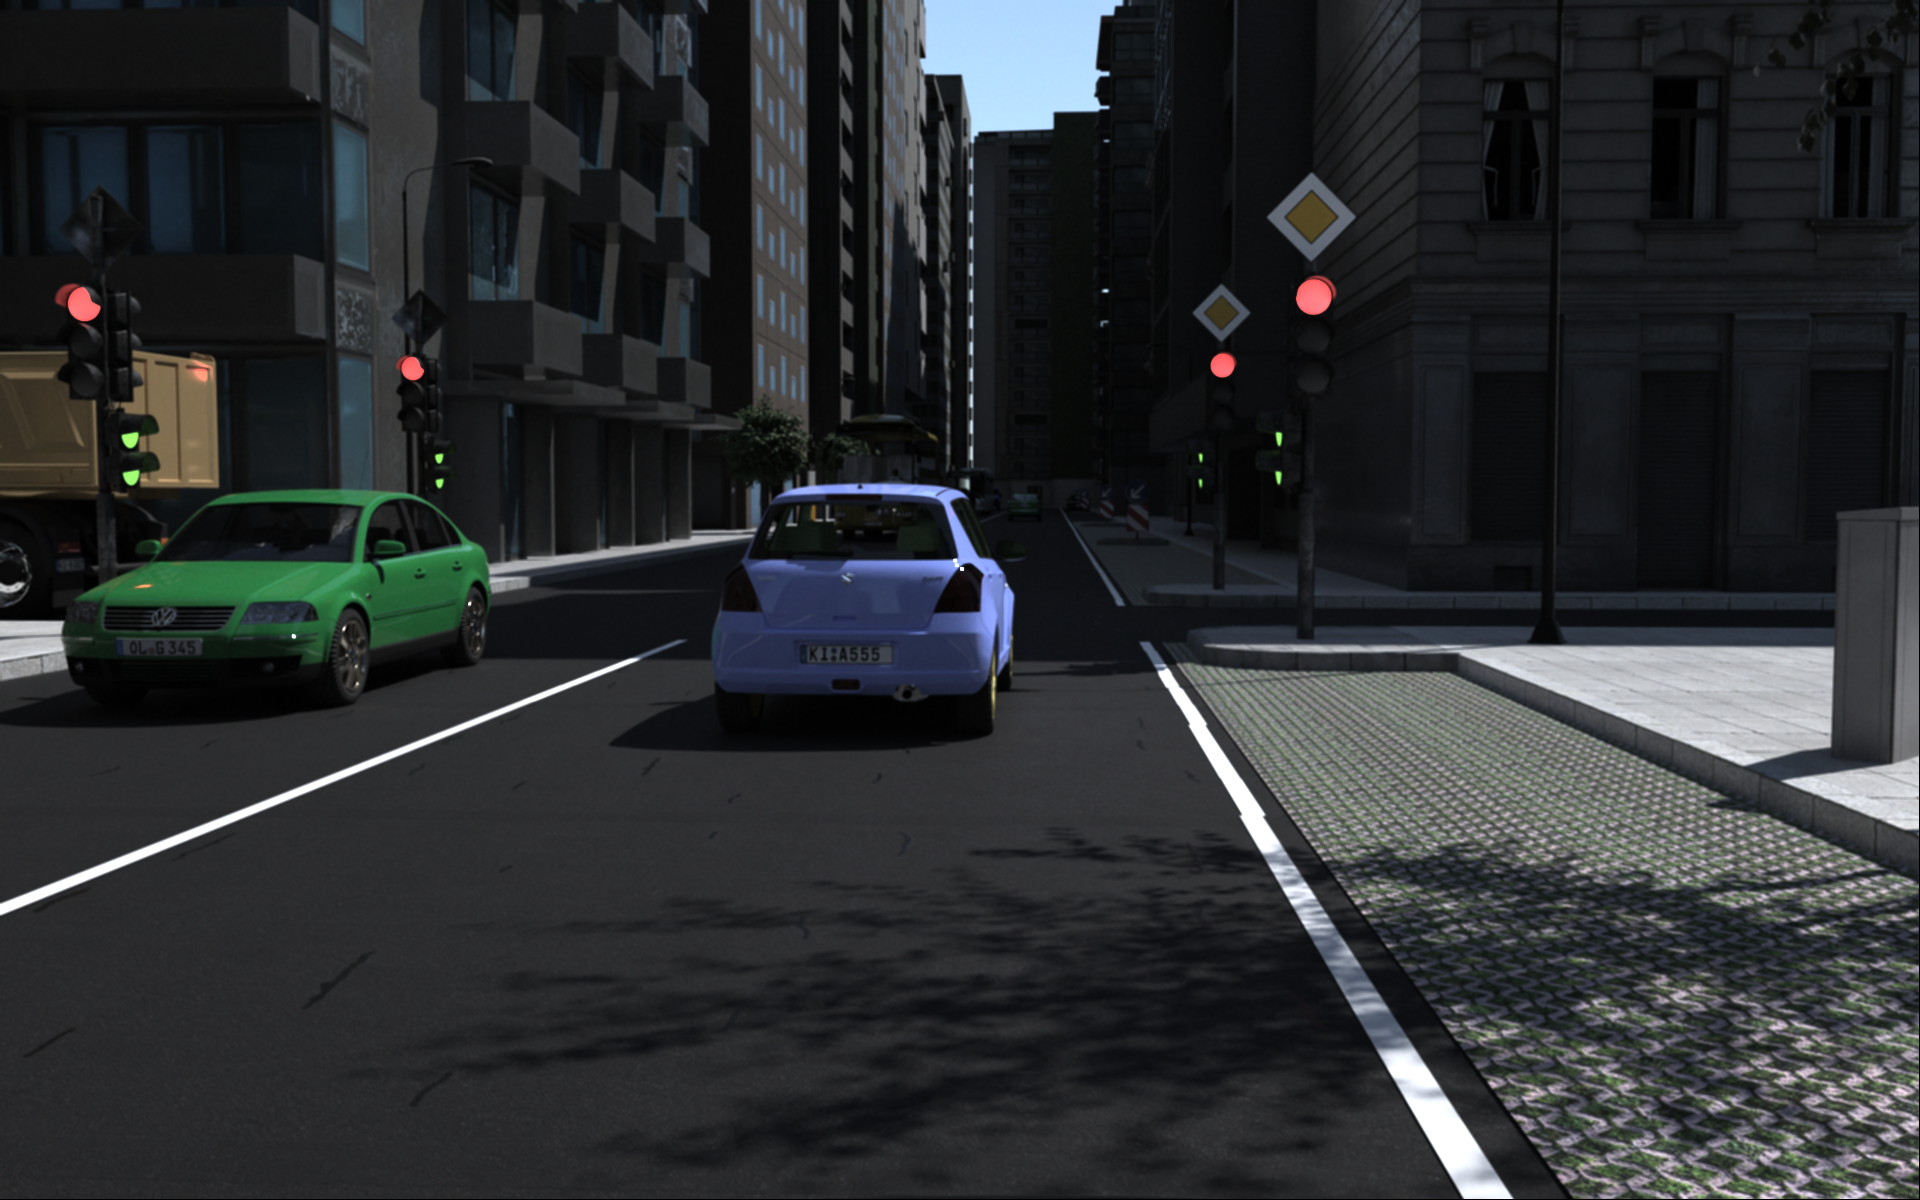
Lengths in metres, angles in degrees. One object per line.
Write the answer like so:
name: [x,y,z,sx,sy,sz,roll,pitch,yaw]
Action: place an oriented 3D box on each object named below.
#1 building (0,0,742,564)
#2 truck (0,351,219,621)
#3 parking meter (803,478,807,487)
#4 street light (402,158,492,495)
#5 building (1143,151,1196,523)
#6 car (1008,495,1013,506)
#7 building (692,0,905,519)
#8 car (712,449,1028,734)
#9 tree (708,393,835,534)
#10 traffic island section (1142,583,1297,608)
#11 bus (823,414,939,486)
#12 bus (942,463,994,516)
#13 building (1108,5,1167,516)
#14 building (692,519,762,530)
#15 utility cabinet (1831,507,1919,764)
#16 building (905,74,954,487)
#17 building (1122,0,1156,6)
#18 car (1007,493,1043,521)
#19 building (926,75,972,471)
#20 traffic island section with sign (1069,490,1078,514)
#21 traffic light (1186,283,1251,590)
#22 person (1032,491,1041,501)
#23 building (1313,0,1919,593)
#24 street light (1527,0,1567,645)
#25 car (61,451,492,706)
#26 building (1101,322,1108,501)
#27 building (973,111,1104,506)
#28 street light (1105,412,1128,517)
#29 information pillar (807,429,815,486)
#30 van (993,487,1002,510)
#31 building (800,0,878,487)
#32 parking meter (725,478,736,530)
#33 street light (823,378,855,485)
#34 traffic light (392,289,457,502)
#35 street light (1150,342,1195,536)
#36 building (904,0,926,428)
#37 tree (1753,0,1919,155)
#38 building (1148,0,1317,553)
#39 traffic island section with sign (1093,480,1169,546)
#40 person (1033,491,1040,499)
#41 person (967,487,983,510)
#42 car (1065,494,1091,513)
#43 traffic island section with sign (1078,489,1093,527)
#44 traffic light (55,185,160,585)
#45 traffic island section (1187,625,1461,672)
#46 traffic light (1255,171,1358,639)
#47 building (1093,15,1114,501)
building: [-18.218,-25.583,37.896,23.786,49.044,30.456,0,4,3]
truck: [-14.015,-1.499,20.433,9.791,3.379,3.469,0,4,5]
parking meter: [-5.563,-3.557,63.866,0.399,1.863,0.255,-1,4,-15]
street light: [-7.157,-3.155,24.118,1.470,5.913,1.316,0,4,3]
building: [15.867,-15.963,80.087,14.460,24.649,34.723,0,4,3]
car: [4.633,-7.372,132.893,2.083,1.381,4.827,0,4,2]
building: [-10.889,-27.869,105.764,14.600,45.320,14.200,0,4,3]
car: [-0.523,-0.129,11.695,1.945,1.707,3.694,0,4,4]
tree: [-6.460,-4.446,56.399,4.285,4.588,4.351,0,3,0]
traffic island section: [3.505,-0.064,23.332,2.009,0.180,2.903,0,4,3]
bus: [-2.298,-4.004,57.009,2.896,3.916,12.252,0,4,3]
bus: [0.717,-7.567,118.581,2.948,3.499,13.247,0,4,4]
building: [16.166,-20.471,106.398,14.160,30.474,14.107,0,4,3]
building: [-13.894,-25.565,68.096,14.600,45.320,14.200,0,4,3]
utility cabinet: [4.687,0.154,8.638,1.020,1.237,0.306,-3,5,-44]
building: [-12.805,-28.586,159.262,23.993,40.220,32.217,0,4,3]
building: [23.371,-31.125,128.502,23.786,49.044,30.456,0,4,3]
car: [3.458,-5.104,92.251,1.959,1.807,4.718,0,4,2]
building: [-9.739,-34.835,193.255,21.600,48.544,21.300,0,4,3]
traffic island section with sign: [8.878,-7.117,124.982,1.989,1.847,2.006,0,4,3]
traffic light: [3.466,-2.098,23.220,0.839,4.253,0.868,0,4,3]
person: [6.803,-8.816,153.446,0.742,1.727,0.445,-1,4,-22]
building: [15.025,-10.836,26.322,18.267,20.994,9.793,0,4,3]
street light: [4.527,-2.585,14.799,1.470,5.913,1.316,0,4,3]
car: [-4.955,-0.265,13.127,1.959,1.807,4.718,0,4,1]
building: [30.524,-21.407,195.050,28.899,21.520,27.650,0,4,3]
building: [8.444,-30.902,188.849,14.086,41.232,14.154,0,4,3]
street light: [8.858,-7.646,97.554,1.470,5.913,1.316,0,4,3]
information pillar: [-5.312,-4.319,61.974,0.183,3.616,0.504,1,4,23]
van: [2.691,-9.285,156.191,2.240,2.365,5.245,0,4,2]
building: [-11.994,-19.504,90.592,14.160,30.474,14.107,0,4,3]
parking meter: [-8.136,-3.408,61.427,0.255,1.863,0.399,2,4,27]
street light: [-4.900,-5.916,69.271,1.470,5.913,1.316,0,4,3]
traffic light: [-7.381,-2.132,23.774,0.839,4.253,0.868,0,4,3]
street light: [6.508,-4.930,53.151,1.470,5.913,1.316,0,4,3]
building: [-16.618,-32.871,126.675,28.713,52.752,27.495,0,4,3]
tree: [4.744,-3.471,7.106,4.360,8.622,3.978,0,3,0]
building: [13.219,-13.993,47.851,14.314,24.678,30.058,0,4,3]
traffic island section with sign: [4.860,-2.460,48.841,1.989,1.847,2.006,0,4,3]
person: [6.705,-8.960,155.710,1.217,1.736,0.721,2,4,27]
person: [0.763,-5.698,101.299,1.348,1.869,0.705,-3,4,-36]
car: [9.158,-7.616,134.311,2.009,1.686,4.222,0,4,2]
traffic island section with sign: [6.286,-4.109,75.804,1.989,1.847,2.006,0,4,3]
traffic light: [-7.802,-1.644,15.800,0.839,4.253,0.868,0,4,3]
traffic island section: [3.084,0.423,15.357,2.009,0.180,2.903,0,4,3]
traffic light: [3.045,-1.610,15.246,0.839,4.253,0.868,0,4,3]
building: [23.447,-30.817,158.481,22.147,44.769,28.867,0,4,3]
